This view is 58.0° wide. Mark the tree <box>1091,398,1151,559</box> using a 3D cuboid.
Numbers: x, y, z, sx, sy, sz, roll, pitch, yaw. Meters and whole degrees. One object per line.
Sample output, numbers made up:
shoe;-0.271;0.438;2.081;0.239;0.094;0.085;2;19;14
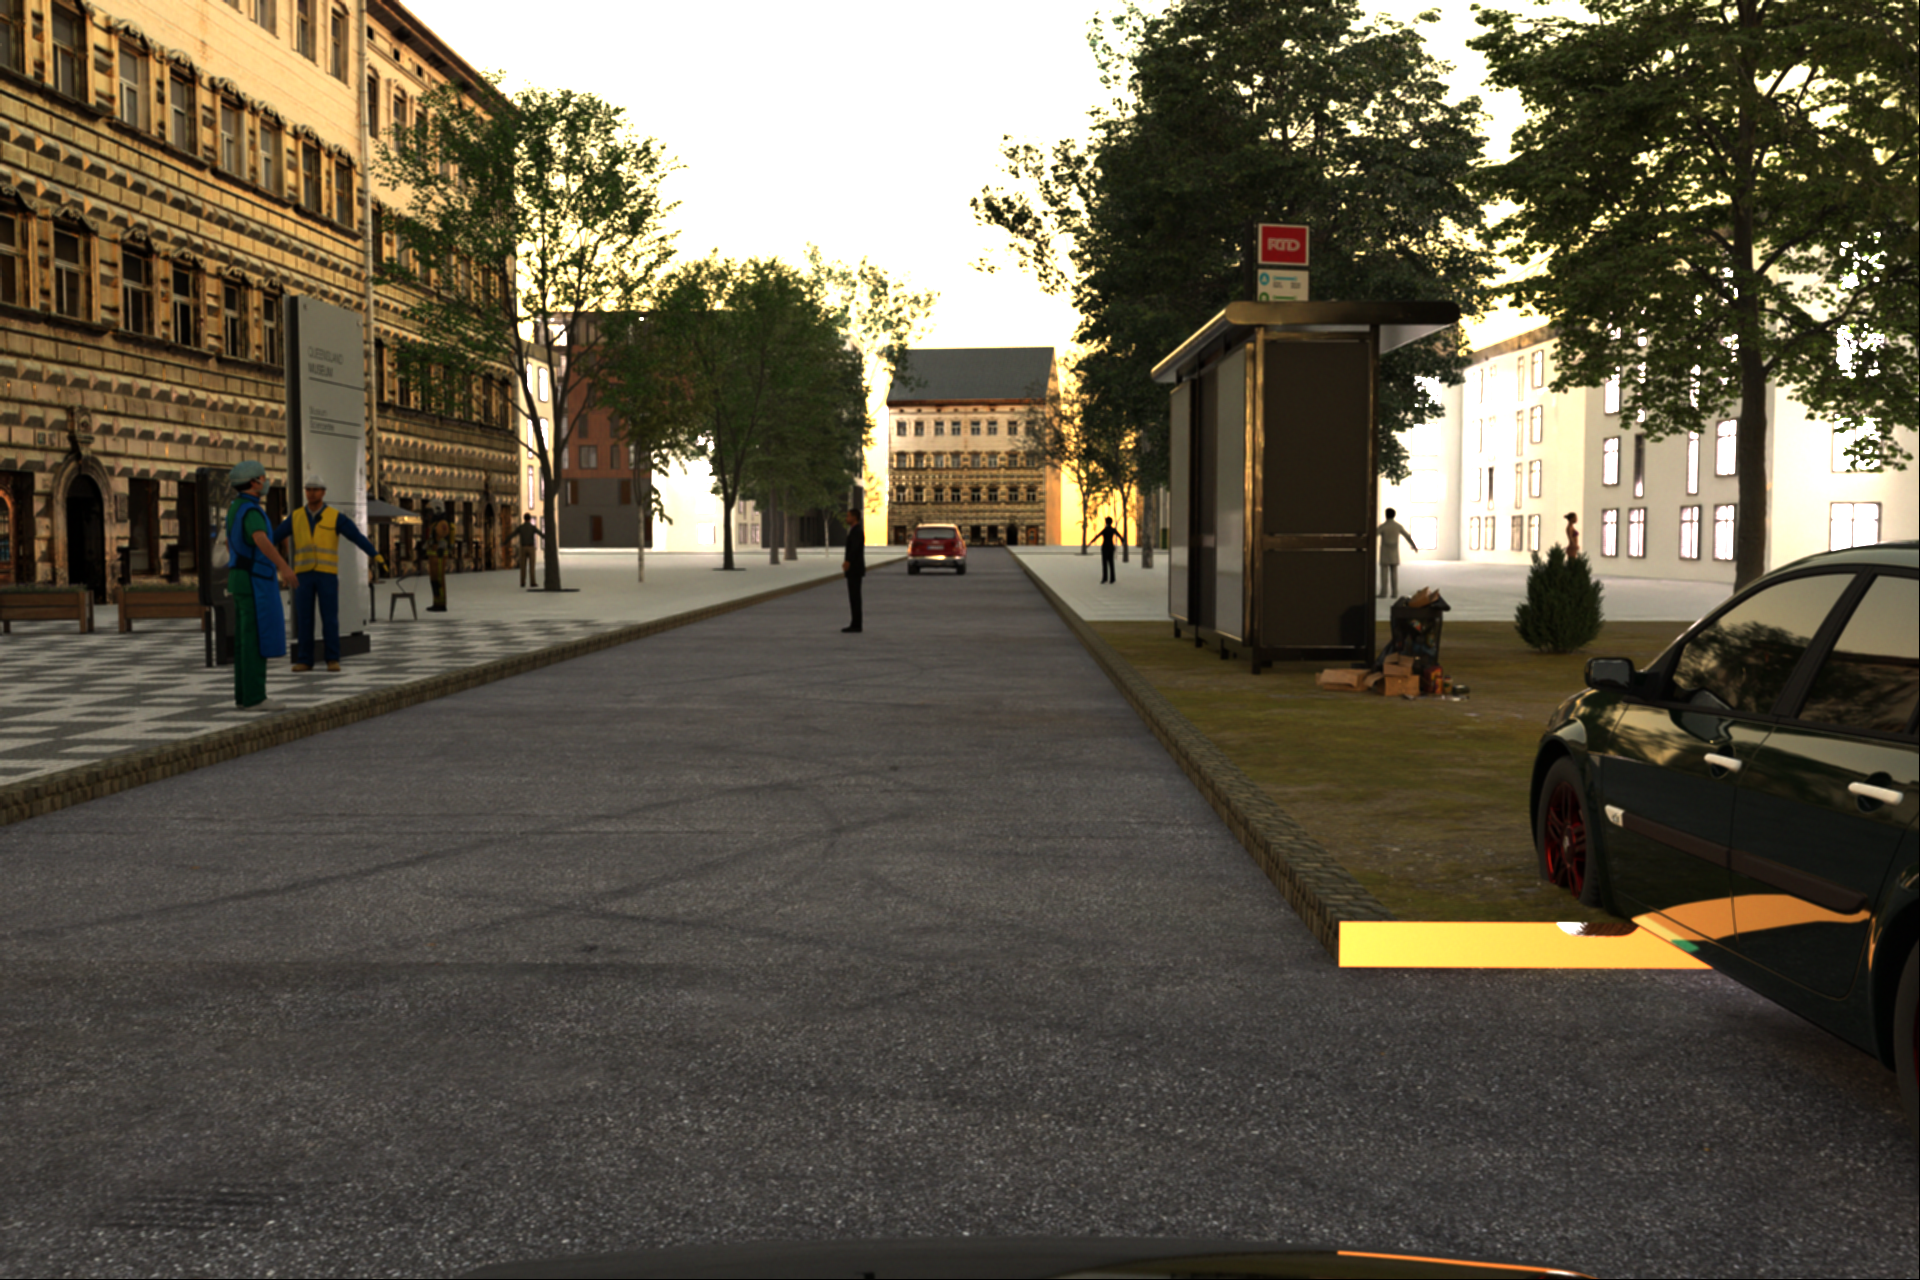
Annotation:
tree;7.722;-8.386;87.466;4.360;8.622;3.978;0;3;0

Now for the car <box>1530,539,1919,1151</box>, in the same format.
car;2.975;0.296;4.948;2.009;1.686;4.222;0;4;1

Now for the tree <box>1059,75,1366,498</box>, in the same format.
tree;7.221;-8.630;47.758;9.857;13.997;8.962;0;3;0

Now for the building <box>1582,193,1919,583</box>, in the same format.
building;24.520;-6.144;42.596;9.099;9.664;28.070;0;4;1

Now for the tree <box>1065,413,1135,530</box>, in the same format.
tree;7.955;-8.855;95.136;4.737;8.622;4.395;0;3;0

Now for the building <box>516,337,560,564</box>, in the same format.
building;-23.197;-8.488;80.919;9.099;9.664;28.070;0;4;1

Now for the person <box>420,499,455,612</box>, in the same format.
person;-8.690;-1.403;28.710;0.705;1.858;1.354;-2;4;-29

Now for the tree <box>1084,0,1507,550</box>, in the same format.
tree;7.003;-7.913;36.027;9.857;13.997;8.962;0;3;0

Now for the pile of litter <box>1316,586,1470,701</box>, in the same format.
pile of litter;3.526;-0.012;14.157;1.176;0.858;1.719;0;4;2

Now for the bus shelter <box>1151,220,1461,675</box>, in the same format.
bus shelter;3.453;-2.585;19.903;2.179;5.291;8.768;0;3;0

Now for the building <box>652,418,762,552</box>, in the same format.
building;-20.334;-12.036;138.944;9.099;9.664;28.070;0;4;1

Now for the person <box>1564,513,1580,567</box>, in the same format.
person;12.916;-1.807;36.344;0.721;1.733;1.217;1;4;21

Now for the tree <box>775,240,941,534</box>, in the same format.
tree;-7.458;-15.641;111.620;12.611;20.169;13.585;0;3;0

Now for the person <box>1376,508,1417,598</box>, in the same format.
person;8.614;-1.750;34.806;1.347;1.806;0.705;-1;4;-14

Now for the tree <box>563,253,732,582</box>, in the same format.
tree;-8.309;-5.866;46.270;4.737;8.622;4.395;0;3;0

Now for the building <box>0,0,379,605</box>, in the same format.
building;-24.566;-12.511;35.476;19.493;23.208;18.063;0;4;1

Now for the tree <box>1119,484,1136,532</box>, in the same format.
tree;20.985;-15.314;200.746;4.360;8.622;3.978;0;3;0

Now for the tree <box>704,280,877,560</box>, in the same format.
tree;-8.256;-10.872;84.415;9.857;13.997;8.962;0;3;0

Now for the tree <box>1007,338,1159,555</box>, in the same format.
tree;7.652;-11.917;105.215;12.009;13.543;11.850;0;3;0

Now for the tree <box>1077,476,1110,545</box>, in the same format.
tree;16.118;-15.431;202.663;4.360;8.622;3.978;0;3;0

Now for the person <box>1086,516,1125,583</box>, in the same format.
person;3.807;-2.342;45.015;1.216;1.740;0.721;-2;4;-32

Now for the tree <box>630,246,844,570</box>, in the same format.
tree;-8.142;-8.299;61.448;9.928;11.665;9.643;0;3;0

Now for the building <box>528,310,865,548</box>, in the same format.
building;-24.983;-20.232;174.760;27.936;21.610;32.646;0;4;2

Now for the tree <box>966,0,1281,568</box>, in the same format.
tree;5.825;-12.692;63.397;12.611;20.169;13.585;0;3;0

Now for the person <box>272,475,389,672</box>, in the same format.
person;-6.017;-0.625;16.180;1.349;1.833;0.705;0;4;-7

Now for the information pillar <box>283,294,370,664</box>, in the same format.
information pillar;-6.501;-1.622;17.828;0.184;3.620;1.656;0;4;2

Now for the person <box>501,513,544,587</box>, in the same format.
person;-10.527;-2.198;42.206;1.348;1.796;0.705;0;4;0

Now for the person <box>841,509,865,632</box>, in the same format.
person;-1.573;-1.022;25.387;0.704;1.802;1.346;0;4;0

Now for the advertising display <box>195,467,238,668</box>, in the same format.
advertising display;-7.205;-0.723;17.033;0.123;1.923;0.974;0;4;3

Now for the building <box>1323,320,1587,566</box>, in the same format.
building;24.413;-8.559;82.091;9.099;9.664;28.070;0;4;1

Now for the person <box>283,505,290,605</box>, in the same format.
person;-12.103;-1.555;31.575;0.704;1.843;1.345;0;4;-5

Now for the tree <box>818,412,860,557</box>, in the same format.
tree;-7.508;-8.998;97.479;4.737;8.622;4.395;0;3;0

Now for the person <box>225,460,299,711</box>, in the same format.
person;-5.137;-0.399;12.644;0.704;1.817;1.347;-3;4;-37

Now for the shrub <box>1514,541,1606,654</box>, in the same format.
shrub;6.476;-0.465;18.715;1.383;1.207;1.383;0;3;0

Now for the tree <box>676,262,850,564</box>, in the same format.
tree;-8.228;-9.457;72.756;7.486;12.596;7.792;0;3;0

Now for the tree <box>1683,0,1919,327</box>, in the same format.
tree;8.165;-3.800;12.497;4.360;8.622;3.978;0;3;0

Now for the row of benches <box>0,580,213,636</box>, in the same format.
row of benches;-11.706;-0.419;22.319;4.104;0.672;1.422;-1;4;-18

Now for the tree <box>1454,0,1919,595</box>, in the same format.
tree;9.924;-6.375;22.350;7.486;12.596;7.792;0;3;0

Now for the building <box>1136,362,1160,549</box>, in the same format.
building;26.351;-20.109;159.718;19.493;23.208;18.063;0;4;1

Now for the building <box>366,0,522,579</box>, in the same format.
building;-25.537;-13.643;53.993;19.493;23.208;18.063;0;4;1

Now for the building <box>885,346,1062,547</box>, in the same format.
building;2.038;-22.583;202.623;18.063;23.208;19.493;1;4;9

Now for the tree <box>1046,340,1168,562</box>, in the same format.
tree;7.687;-8.809;78.446;8.767;10.594;7.601;2;4;27

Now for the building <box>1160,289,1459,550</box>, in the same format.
building;24.846;-16.118;129.979;16.747;18.905;31.486;0;4;2

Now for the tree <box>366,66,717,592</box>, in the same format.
tree;-9.163;-6.897;38.516;9.928;11.665;9.643;0;3;0

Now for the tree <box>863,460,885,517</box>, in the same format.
tree;-11.993;-16.129;198.123;7.601;10.594;8.767;0;4;5

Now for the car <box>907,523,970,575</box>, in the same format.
car;-0.803;-3.296;62.569;2.281;1.827;5.304;0;4;1
